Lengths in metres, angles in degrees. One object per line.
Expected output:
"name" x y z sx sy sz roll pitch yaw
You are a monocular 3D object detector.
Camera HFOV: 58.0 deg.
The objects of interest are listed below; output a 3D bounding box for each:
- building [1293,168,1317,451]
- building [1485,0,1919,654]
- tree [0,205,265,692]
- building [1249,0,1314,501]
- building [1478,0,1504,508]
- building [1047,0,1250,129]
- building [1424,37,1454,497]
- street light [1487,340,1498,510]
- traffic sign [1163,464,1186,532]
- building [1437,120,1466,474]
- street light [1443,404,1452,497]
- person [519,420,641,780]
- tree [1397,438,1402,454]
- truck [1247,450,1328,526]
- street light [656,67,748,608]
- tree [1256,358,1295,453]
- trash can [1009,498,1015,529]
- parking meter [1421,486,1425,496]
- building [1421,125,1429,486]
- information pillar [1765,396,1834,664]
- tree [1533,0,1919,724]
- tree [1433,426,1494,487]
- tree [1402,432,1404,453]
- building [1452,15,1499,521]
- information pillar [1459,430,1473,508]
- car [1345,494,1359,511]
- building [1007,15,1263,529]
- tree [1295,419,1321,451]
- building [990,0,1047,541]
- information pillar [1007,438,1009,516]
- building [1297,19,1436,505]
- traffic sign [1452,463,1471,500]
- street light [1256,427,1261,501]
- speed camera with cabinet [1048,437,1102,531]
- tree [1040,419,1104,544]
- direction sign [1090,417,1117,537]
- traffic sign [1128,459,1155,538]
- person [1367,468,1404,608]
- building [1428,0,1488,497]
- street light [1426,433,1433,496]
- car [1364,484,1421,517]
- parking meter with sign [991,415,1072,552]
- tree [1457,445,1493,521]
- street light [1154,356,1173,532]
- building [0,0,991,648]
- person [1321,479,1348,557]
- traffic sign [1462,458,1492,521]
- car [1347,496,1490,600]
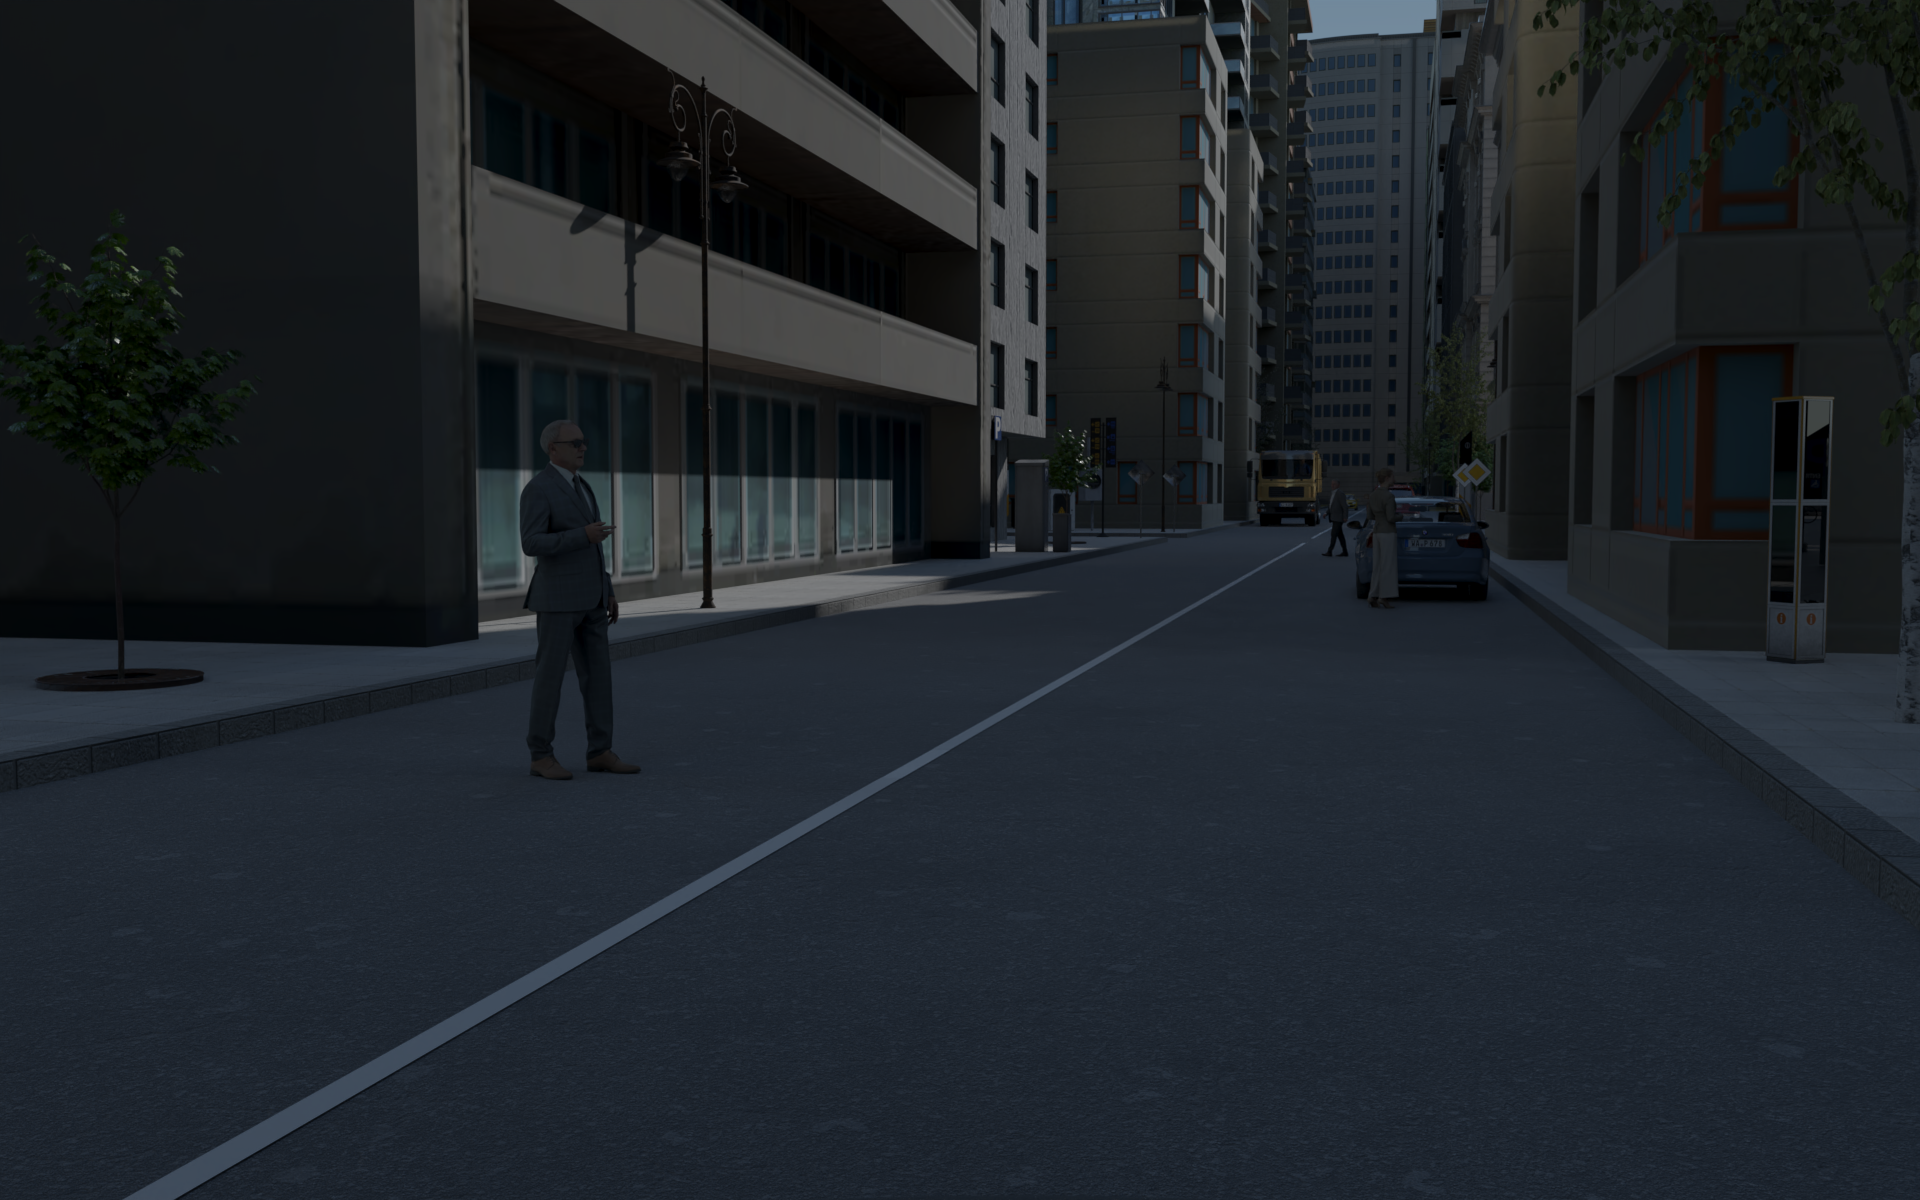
"building" 27.155 -30.612 192.393 23.993 40.220 32.217 1 4 14
"building" 22.733 -10.963 24.289 27.650 21.520 28.899 1 4 14
"tree" -5.558 -1.045 11.687 1.663 3.219 1.824 0 3 0
"building" 18.238 -30.117 147.041 22.147 44.769 28.867 1 4 14
"building" 28.546 -13.570 58.027 21.152 22.565 11.583 1 4 14
"building" 9.039 -49.050 114.644 22.319 86.520 31.000 1 4 14
"building" 58.363 -33.707 174.819 21.300 48.544 21.600 1 4 14
"street light" 14.703 -4.572 47.537 0.468 5.910 1.993 1 4 14
"traffic sign" 7.191 -3.330 58.083 0.795 2.450 0.064 1 4 14
"building" 39.568 -19.667 115.063 14.314 27.812 24.014 1 4 14
"street light" 24.261 -6.931 86.107 0.468 5.910 1.993 1 4 14
"person" -1.902 -0.003 8.731 0.590 1.801 0.661 1 4 21
"tree" 35.872 -11.160 132.833 4.737 8.622 4.395 0 3 0
"truck" 15.103 -5.091 79.156 3.469 3.379 9.791 1 4 13
"street light" -2.840 -2.847 19.334 0.468 5.910 1.993 1 4 14
"tree" 15.565 -8.770 93.747 4.360 8.622 3.978 0 3 0
"trash can" 2.184 -3.199 63.955 0.748 1.137 0.748 0 3 0
"parking meter" 33.143 -7.234 123.985 0.255 1.863 0.399 0 4 8
"building" 58.999 -31.172 193.264 14.154 41.232 14.086 1 4 14
"information pillar" 6.382 -0.531 13.173 0.304 2.012 0.304 -1 4 -19
"tree" 5.108 -3.616 9.482 4.737 8.622 4.395 0 3 0
"tree" 23.406 -5.854 79.431 4.285 4.588 4.351 0 3 0
"tree" 21.730 -7.604 74.684 4.737 8.622 4.395 0 3 0
"building" 33.579 -18.635 92.064 14.401 28.519 23.554 1 4 14
"information pillar" 18.631 -4.430 63.791 0.183 3.616 0.504 -3 5 -40
"car" 33.887 -8.635 151.403 2.015 1.641 3.980 1 4 15
"building" -1.083 -14.377 80.108 27.650 21.520 28.899 1 4 14
"tree" 32.379 -13.151 165.378 4.360 8.622 3.978 0 3 0
"building" -5.231 -16.794 46.288 14.107 30.474 14.160 1 4 14
"information pillar" 1.498 -4.193 59.906 0.183 3.616 0.504 3 5 39
"building" 51.158 -41.506 220.614 28.212 58.520 21.231 1 4 14
"traffic sign" 16.254 -3.191 55.816 0.795 2.450 0.064 1 4 14
"street light" 17.141 -7.765 99.738 0.468 5.910 1.993 1 4 14
"speed camera with cabinet" 3.919 -4.019 60.039 2.038 3.252 0.660 -1 4 -22
"tree" 2.901 -3.072 44.832 1.663 3.219 1.824 0 3 0
"direction sign" 4.248 -3.634 51.406 0.876 3.537 0.379 2 4 35
"traffic sign" 5.262 -2.856 50.334 0.795 2.450 0.064 1 4 14
"person" 5.350 -0.773 21.696 0.362 1.759 0.519 -1 4 -21
"building" 55.135 -34.302 150.077 28.713 52.752 27.495 1 4 14
"street light" 34.655 -9.486 127.888 0.468 5.910 1.993 1 4 14
"car" 17.567 -3.772 70.353 2.281 1.827 5.304 1 4 12
"parking meter with sign" 1.596 -2.574 38.343 1.738 3.016 0.543 1 4 17
"tree" 20.703 -4.525 68.593 1.663 3.219 1.824 0 3 0
"street light" 6.862 -5.233 58.344 0.468 5.910 1.993 1 4 14
"building" -12.261 -24.588 25.715 21.300 48.544 21.600 1 4 14
"person" 8.527 -1.871 39.488 0.834 1.777 0.661 -2 4 -24
"traffic sign" 14.326 -2.717 48.066 0.795 2.450 0.064 1 4 14
"car" 6.564 -0.783 24.804 2.014 1.417 4.499 1 4 13
